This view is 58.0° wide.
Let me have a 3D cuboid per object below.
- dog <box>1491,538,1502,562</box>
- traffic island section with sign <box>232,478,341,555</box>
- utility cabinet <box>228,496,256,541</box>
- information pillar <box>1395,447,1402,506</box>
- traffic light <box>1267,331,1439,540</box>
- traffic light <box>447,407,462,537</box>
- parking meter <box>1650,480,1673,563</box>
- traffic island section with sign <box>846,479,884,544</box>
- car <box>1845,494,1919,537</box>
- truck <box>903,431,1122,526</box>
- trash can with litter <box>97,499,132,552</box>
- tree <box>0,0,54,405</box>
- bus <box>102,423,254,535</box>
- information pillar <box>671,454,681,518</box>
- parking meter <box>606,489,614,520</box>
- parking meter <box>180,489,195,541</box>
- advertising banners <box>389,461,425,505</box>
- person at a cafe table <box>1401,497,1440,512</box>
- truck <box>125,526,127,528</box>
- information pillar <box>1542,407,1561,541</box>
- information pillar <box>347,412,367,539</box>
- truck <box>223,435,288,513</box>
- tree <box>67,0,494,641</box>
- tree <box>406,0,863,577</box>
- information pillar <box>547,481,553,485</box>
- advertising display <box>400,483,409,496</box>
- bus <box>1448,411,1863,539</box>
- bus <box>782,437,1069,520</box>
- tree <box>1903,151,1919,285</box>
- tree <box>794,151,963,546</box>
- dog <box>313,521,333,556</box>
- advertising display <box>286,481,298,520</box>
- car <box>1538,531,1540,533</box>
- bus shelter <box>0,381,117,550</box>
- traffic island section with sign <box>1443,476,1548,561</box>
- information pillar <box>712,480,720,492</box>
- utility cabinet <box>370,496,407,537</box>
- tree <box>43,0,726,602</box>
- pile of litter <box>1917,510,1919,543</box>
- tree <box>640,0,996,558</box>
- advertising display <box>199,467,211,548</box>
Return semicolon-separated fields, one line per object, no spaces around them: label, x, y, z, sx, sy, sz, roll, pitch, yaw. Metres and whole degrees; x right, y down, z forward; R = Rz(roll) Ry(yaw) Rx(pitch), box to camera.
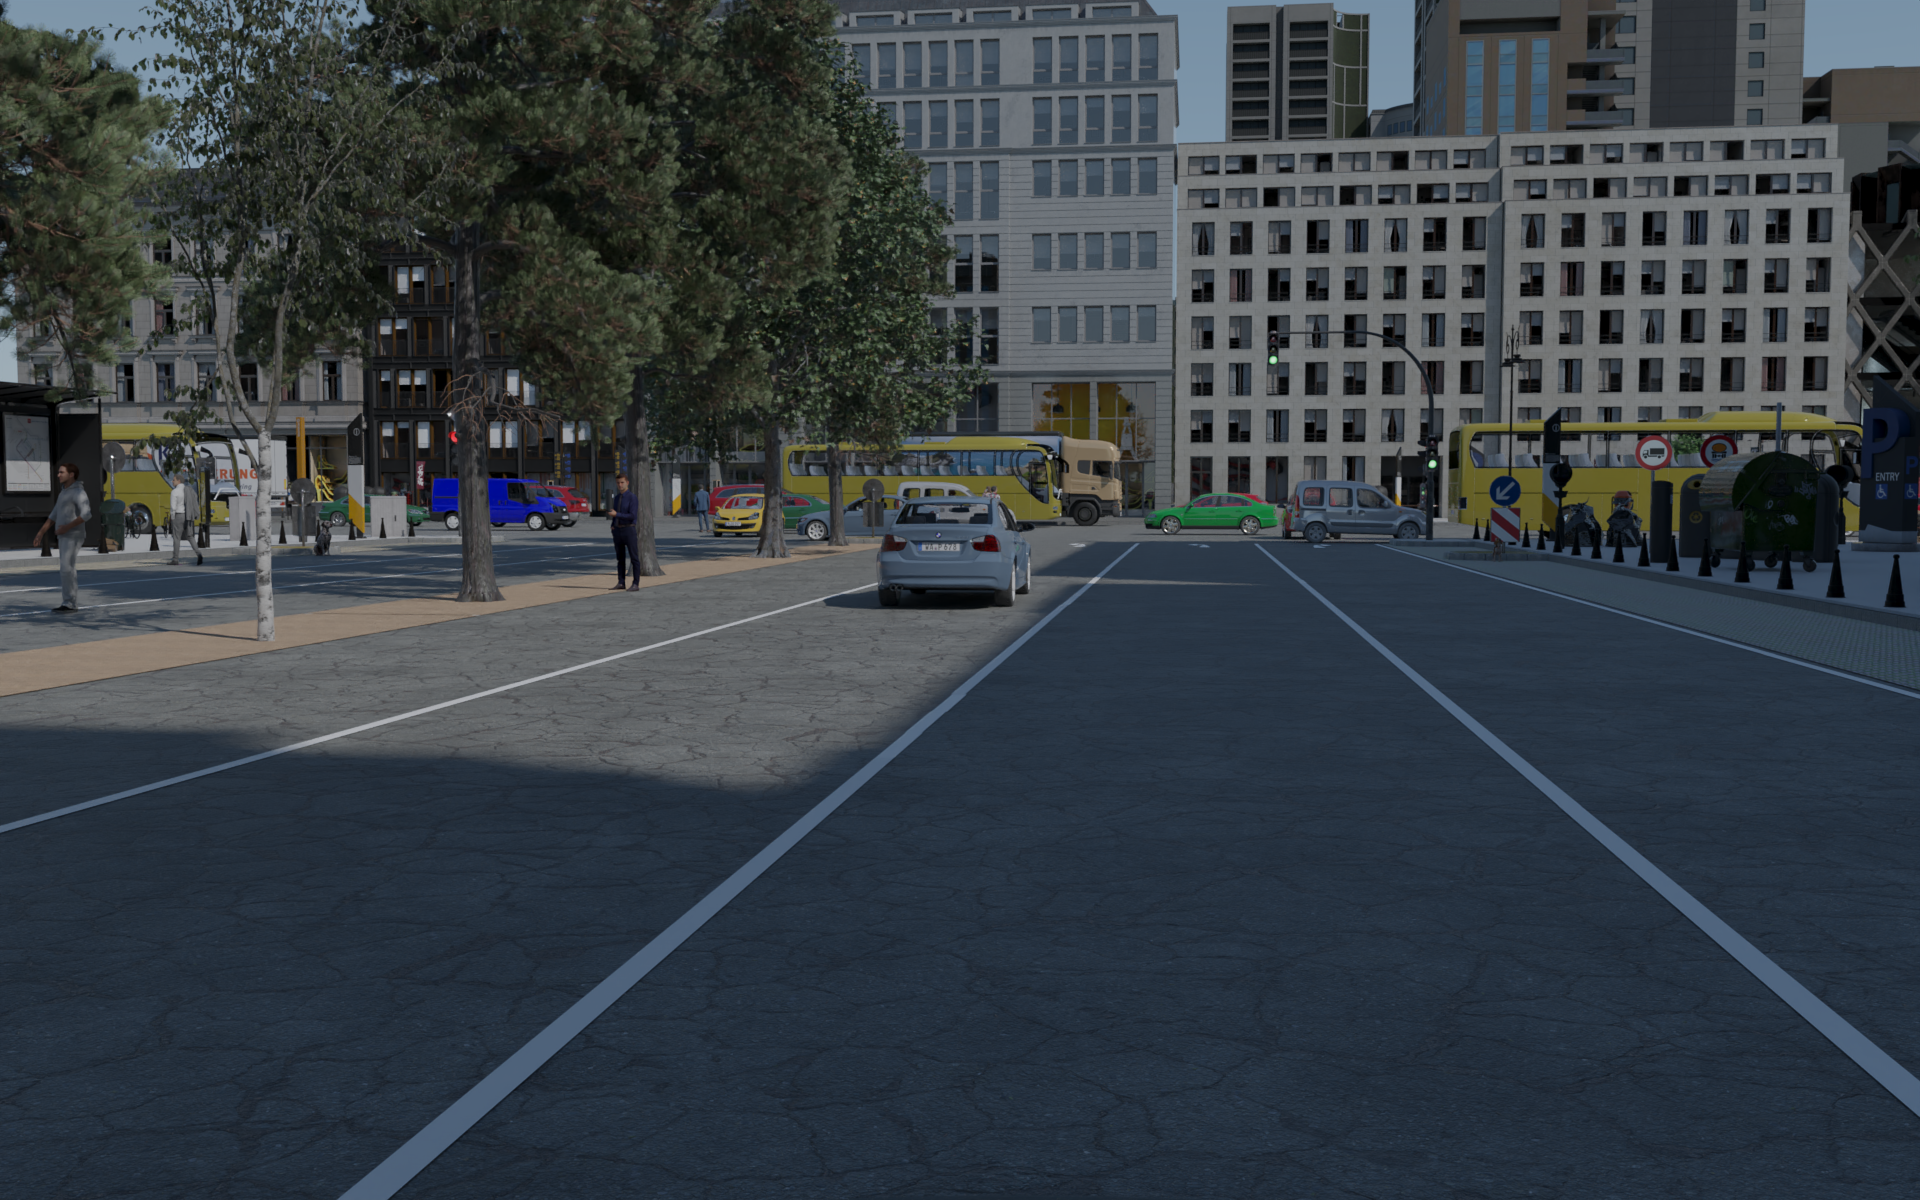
dog;11.358;-1.058;36.581;0.406;0.507;0.540;-2;4;-26
traffic island section with sign;-16.048;-2.017;41.599;1.989;1.847;2.006;0;4;8
utility cabinet;-19.807;-2.241;47.803;0.306;1.237;1.020;0;4;3
information pillar;21.614;-5.751;85.380;0.183;3.616;0.504;3;4;38
traffic light;10.930;-4.495;48.167;4.771;5.953;1.251;0;4;8
traffic light;-14.941;-3.846;51.810;0.839;4.253;0.868;0;4;8
parking meter;13.084;-1.461;32.299;0.372;1.533;0.369;0;3;0
traffic island section with sign;-2.645;-2.592;50.510;2.006;1.907;1.989;0;4;8
car;30.969;-3.017;58.375;4.494;1.783;2.155;1;4;10
truck;2.342;-5.484;78.576;11.283;4.237;2.839;1;4;8
trash can with litter;-18.914;-1.671;38.712;0.624;1.170;1.055;-1;4;-18
tree;-7.836;-5.280;10.833;6.751;12.117;7.091;0;3;0
bus;-31.445;-4.268;61.334;12.252;3.916;2.896;0;4;7
information pillar;-15.321;-6.243;93.435;0.504;3.616;0.183;-3;4;-38
parking meter;-17.278;-4.711;85.438;0.372;1.533;0.369;0;3;0
parking meter;-21.315;-2.406;47.747;0.372;1.533;0.369;0;3;0
advertising banners;-29.094;-5.813;91.234;2.074;3.025;0.090;-3;5;-44
person at a cafe table;23.355;-4.823;87.376;1.698;1.524;1.622;3;5;42
truck;-36.777;-4.820;67.721;11.283;4.237;2.839;1;4;9
information pillar;16.005;-3.393;46.838;0.504;3.616;0.183;-1;4;-12
information pillar;-17.371;-3.577;49.837;0.504;3.616;0.183;1;4;19
truck;-38.336;-5.787;83.524;11.283;4.237;2.839;0;4;6
tree;-6.718;-3.912;16.780;4.360;8.622;3.978;0;3;0
tree;-5.677;-7.345;29.979;7.806;13.903;7.818;0;3;0
information pillar;-22.468;-5.536;95.010;0.304;2.012;0.304;-1;4;-20
advertising display;-31.385;-5.669;97.899;0.123;1.923;0.974;-3;5;-39
bus;21.225;-3.722;52.404;12.252;3.916;2.896;0;4;8
bus;-1.479;-5.121;75.269;12.252;3.916;2.896;0;4;8
tree;17.287;-4.744;27.926;4.737;8.622;4.395;0;3;0
tree;-3.456;-7.507;47.248;6.751;12.117;7.091;0;3;0
dog;-14.790;-1.438;40.353;0.513;0.831;0.800;0;4;-7
advertising display;-33.702;-5.042;87.649;0.123;1.923;0.974;2;4;24
car;21.675;-3.065;59.705;3.694;1.707;1.945;0;4;6
bus shelter;-20.676;-2.800;37.060;1.731;3.624;6.357;0;4;8
traffic island section with sign;11.674;-1.790;37.887;1.989;1.847;2.006;0;4;8
information pillar;-12.700;-5.248;90.288;0.304;2.012;0.304;2;4;26
utility cabinet;-17.202;-2.506;52.128;1.020;1.237;0.306;-1;4;-21
tree;-6.492;-6.006;22.712;6.751;12.117;7.091;0;3;0
pile of litter;25.550;-1.962;46.037;1.719;0.858;1.176;2;4;26
tree;-4.202;-7.292;38.688;9.611;12.733;9.660;0;3;0
advertising display;-18.120;-2.225;41.590;0.123;1.923;0.974;-2;4;-31
